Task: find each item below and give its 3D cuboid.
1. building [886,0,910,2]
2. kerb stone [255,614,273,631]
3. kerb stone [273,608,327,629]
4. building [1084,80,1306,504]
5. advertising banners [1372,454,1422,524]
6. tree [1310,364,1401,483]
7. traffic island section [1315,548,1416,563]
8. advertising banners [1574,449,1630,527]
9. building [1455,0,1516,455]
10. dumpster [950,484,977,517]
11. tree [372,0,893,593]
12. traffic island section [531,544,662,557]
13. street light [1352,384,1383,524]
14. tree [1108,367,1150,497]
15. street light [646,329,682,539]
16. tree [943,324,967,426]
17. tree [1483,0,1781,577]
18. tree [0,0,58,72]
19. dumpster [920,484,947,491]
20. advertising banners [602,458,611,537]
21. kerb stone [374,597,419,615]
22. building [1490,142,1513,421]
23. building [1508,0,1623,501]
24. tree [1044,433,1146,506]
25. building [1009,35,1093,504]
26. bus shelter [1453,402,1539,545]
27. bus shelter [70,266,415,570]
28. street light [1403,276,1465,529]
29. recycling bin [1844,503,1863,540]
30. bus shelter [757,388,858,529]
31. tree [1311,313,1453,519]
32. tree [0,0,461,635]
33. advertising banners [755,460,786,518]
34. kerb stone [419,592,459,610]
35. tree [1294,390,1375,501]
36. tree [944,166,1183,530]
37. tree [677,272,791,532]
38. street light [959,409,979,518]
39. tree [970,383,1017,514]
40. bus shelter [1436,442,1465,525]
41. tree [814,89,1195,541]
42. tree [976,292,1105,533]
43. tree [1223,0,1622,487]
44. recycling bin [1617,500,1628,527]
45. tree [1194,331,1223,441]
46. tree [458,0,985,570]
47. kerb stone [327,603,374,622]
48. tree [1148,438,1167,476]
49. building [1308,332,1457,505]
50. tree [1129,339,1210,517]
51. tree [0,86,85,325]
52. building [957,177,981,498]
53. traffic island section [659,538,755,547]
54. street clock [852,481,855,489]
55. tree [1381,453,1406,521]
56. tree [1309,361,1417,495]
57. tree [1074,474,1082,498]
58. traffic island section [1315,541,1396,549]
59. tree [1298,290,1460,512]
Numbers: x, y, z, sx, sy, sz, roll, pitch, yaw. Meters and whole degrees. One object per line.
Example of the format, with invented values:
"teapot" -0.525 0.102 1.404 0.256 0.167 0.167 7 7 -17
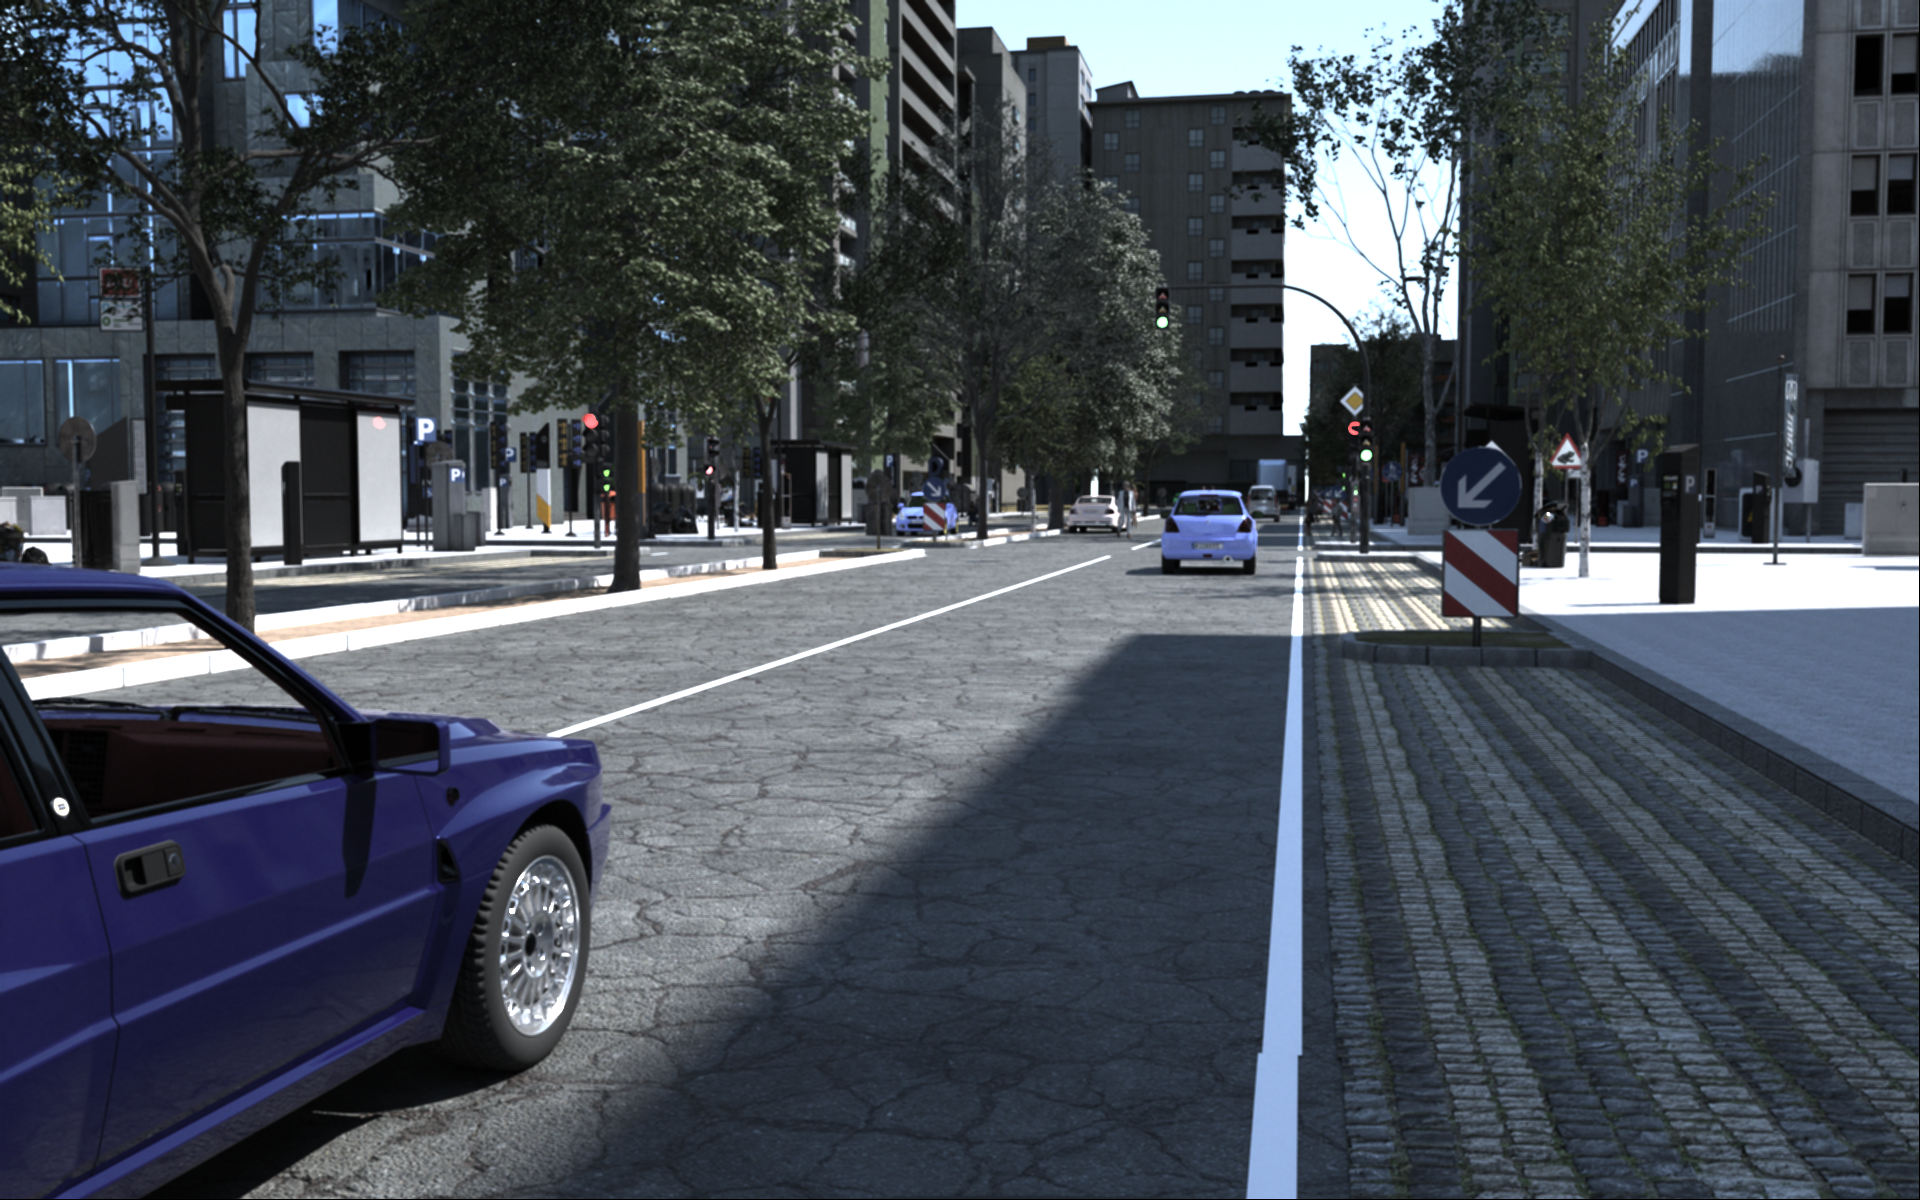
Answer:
"building" -12.771 -31.406 137.193 21.300 48.544 21.600 1 4 11
"kerb stone" -7.422 0.271 17.758 0.120 0.150 1.000 1 4 11
"kerb stone" -7.223 0.211 18.761 0.120 0.150 1.000 1 4 11
"building" 31.707 -39.051 227.722 27.495 52.752 28.713 1 4 11
"advertising banners" 18.979 -4.837 75.279 2.074 3.025 0.090 1 4 15
"tree" 31.706 -13.482 138.562 7.486 12.596 7.792 0 3 0
"traffic island section" 8.719 -0.919 37.309 2.009 0.180 2.903 1 4 11
"advertising banners" 25.193 -4.389 67.946 2.074 3.025 0.090 0 4 7
"building" 57.995 -38.004 163.360 21.231 58.520 28.212 1 4 11
"dumpster" 0.196 -5.639 97.953 1.264 1.857 1.865 1 4 11
"tree" -4.860 -6.398 25.189 7.486 12.596 7.792 0 3 0
"traffic island section" -8.538 -1.127 40.713 2.009 0.180 2.903 1 4 11
"street light" 17.255 -6.163 73.309 1.470 5.913 1.316 1 4 11
"tree" 7.629 -8.168 86.368 4.737 8.622 4.395 0 3 0
"street light" -8.282 -4.676 48.998 1.470 5.913 1.316 1 4 11
"tree" -3.098 -10.035 82.196 7.486 12.596 7.792 0 3 0
"tree" 9.691 -4.639 26.212 4.737 8.622 4.395 0 3 0
"tree" -7.846 -3.499 10.033 4.360 8.622 3.978 0 3 0
"dumpster" -1.449 -5.127 89.577 1.264 1.857 1.865 1 4 11
"advertising banners" -10.495 -3.373 51.339 0.090 3.025 2.074 0 4 -6
"kerb stone" -6.828 0.093 20.775 0.120 0.150 1.000 1 4 11
"building" 51.163 -22.749 143.643 14.160 30.474 14.107 1 4 11
"building" 48.370 -27.274 129.521 14.154 41.232 14.086 1 4 11
"tree" 9.485 -12.606 140.519 7.601 10.594 8.767 -1 4 -19
"building" 3.005 -41.991 228.558 28.212 58.520 21.231 1 4 11
"bus shelter" 14.493 -3.409 47.026 1.731 3.624 6.357 1 4 11
"bus shelter" -13.605 -3.391 33.081 2.179 5.291 8.768 1 4 11
"street light" 10.123 -3.937 36.906 1.470 5.913 1.316 1 4 11
"recycling bin" 25.363 -2.219 48.839 0.722 1.027 0.722 2 4 28
"bus shelter" -6.138 -5.538 68.174 2.179 5.291 8.768 1 4 11
"tree" 21.774 -9.459 89.064 7.601 10.594 8.767 0 4 -1
"tree" -6.506 -4.833 15.896 8.767 10.594 7.601 1 4 11
"advertising banners" -9.669 -5.666 88.833 2.074 3.025 0.090 2 4 33
"kerb stone" -6.633 0.025 21.793 0.120 0.150 1.000 1 4 11
"tree" 42.386 -17.578 194.062 9.857 13.997 8.962 0 3 0
"tree" 3.825 -9.743 68.411 9.857 13.997 8.962 0 3 0
"tree" -7.542 -6.577 57.900 4.737 8.622 4.395 0 3 0
"street light" 0.646 -7.435 94.096 1.470 5.913 1.316 1 4 11
"tree" 2.509 -9.749 109.759 4.360 8.622 3.978 0 3 0
"bus shelter" 19.975 -4.565 68.558 2.014 3.302 5.546 1 4 11
"tree" 0.688 -8.554 52.690 12.009 13.543 11.850 0 3 0
"tree" 2.612 -6.634 61.287 4.737 8.622 4.395 0 3 0
"tree" 15.165 -12.336 57.587 12.611 20.169 13.585 0 3 0
"recycling bin" 26.424 -3.429 68.625 0.722 1.027 0.722 1 4 21
"tree" 9.439 -11.189 95.766 12.009 13.543 11.850 0 3 0
"tree" -3.505 -5.865 32.759 8.767 10.594 7.601 1 4 11
"kerb stone" -7.033 0.148 19.772 0.120 0.150 1.000 1 4 11
"tree" 19.367 -15.995 195.933 8.767 10.594 7.601 -1 4 -17
"building" 59.460 -23.045 221.821 28.899 21.520 27.650 1 4 11
"tree" 11.697 -10.984 107.803 9.928 11.665 9.643 0 3 0
"tree" -14.723 -4.558 24.880 4.737 8.622 4.395 0 3 0
"building" -6.269 -23.421 154.628 14.160 30.474 14.107 1 4 11
"traffic island section" -6.990 -1.606 48.547 2.009 0.180 2.903 1 4 11
"street clock" -5.789 -5.379 92.509 0.358 2.002 0.471 1 4 17
"tree" 20.370 -5.326 81.689 1.663 3.219 1.824 0 3 0
"tree" 29.146 -12.201 125.248 9.928 11.665 9.643 0 3 0
"tree" 10.520 -9.718 153.483 1.663 3.219 1.824 0 3 0
"traffic island section" 10.268 -1.398 45.143 2.009 0.180 2.903 1 4 11
"tree" 25.137 -11.888 104.737 12.009 13.543 11.850 0 3 0
